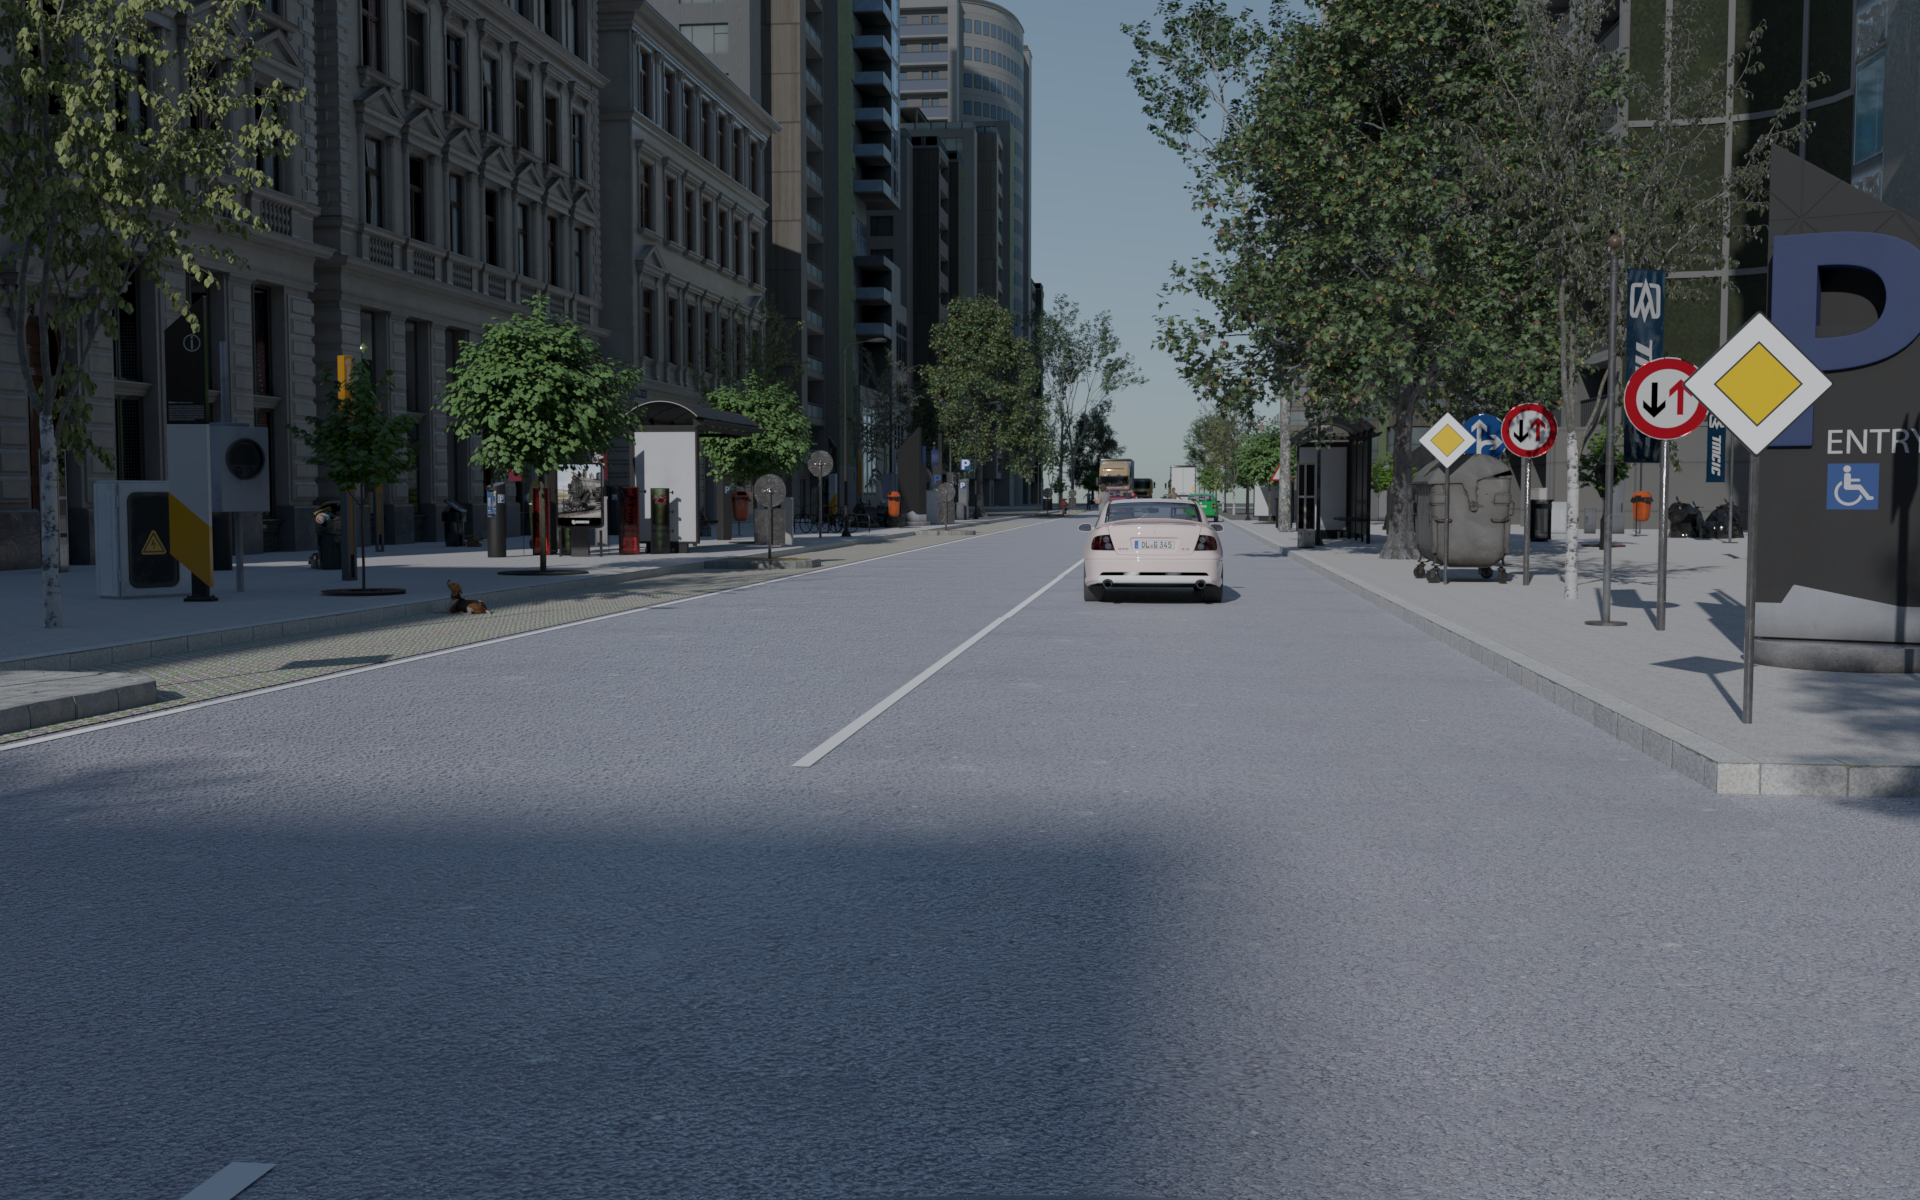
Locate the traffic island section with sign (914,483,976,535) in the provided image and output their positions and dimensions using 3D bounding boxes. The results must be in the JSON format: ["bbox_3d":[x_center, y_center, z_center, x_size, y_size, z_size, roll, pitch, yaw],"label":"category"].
[{"bbox_3d":[-0.483,-3.175,60.542,1.989,1.847,2.006,0,4,7],"label":"traffic island section with sign"}]

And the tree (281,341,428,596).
[{"bbox_3d":[-7.556,-1.676,22.009,1.663,3.219,1.824,0,3,0],"label":"tree"}]

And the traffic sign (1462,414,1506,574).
[{"bbox_3d":[8.355,-1.688,27.709,0.768,2.556,0.104,1,4,17],"label":"traffic sign"}]

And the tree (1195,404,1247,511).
[{"bbox_3d":[20.396,-11.168,132.964,4.737,8.622,4.395,0,3,0],"label":"tree"}]

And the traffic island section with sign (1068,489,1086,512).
[{"bbox_3d":[8.967,-7.859,137.119,1.989,1.847,2.006,0,4,7],"label":"traffic island section with sign"}]

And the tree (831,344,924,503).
[{"bbox_3d":[-3.986,-8.211,84.606,4.360,8.622,3.978,0,3,0],"label":"tree"}]

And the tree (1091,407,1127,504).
[{"bbox_3d":[17.473,-19.031,228.160,9.611,12.733,9.660,0,3,0],"label":"tree"}]

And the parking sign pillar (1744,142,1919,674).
[{"bbox_3d":[6.713,-1.498,12.965,1.447,3.967,1.447,2,4,32],"label":"parking sign pillar"}]

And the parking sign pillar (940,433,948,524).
[{"bbox_3d":[-1.001,-5.347,75.887,1.447,3.967,1.447,0,4,-1],"label":"parking sign pillar"}]

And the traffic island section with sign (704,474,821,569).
[{"bbox_3d":[-3.780,-1.539,33.788,1.989,1.847,2.006,0,4,7],"label":"traffic island section with sign"}]

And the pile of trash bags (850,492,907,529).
[{"bbox_3d":[-2.920,-3.423,65.726,1.912,1.369,3.447,-1,4,-20],"label":"pile of trash bags"}]

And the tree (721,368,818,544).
[{"bbox_3d":[-5.372,-3.771,45.371,4.285,4.588,4.351,0,3,0],"label":"tree"}]

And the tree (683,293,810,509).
[{"bbox_3d":[-7.572,-6.877,62.796,4.737,8.622,4.395,0,3,0],"label":"tree"}]

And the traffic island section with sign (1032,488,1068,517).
[{"bbox_3d":[5.621,-6.200,109.999,1.989,1.847,2.006,0,4,7],"label":"traffic island section with sign"}]

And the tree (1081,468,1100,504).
[{"bbox_3d":[18.932,-15.449,236.307,4.285,4.588,4.351,0,3,0],"label":"tree"}]

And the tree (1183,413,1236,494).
[{"bbox_3d":[31.378,-17.750,215.974,9.928,11.665,9.643,0,3,0],"label":"tree"}]

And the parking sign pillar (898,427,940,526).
[{"bbox_3d":[-1.942,-4.997,70.173,1.447,3.967,1.447,-3,5,-42],"label":"parking sign pillar"}]

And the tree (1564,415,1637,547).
[{"bbox_3d":[15.564,-2.911,42.201,1.663,3.219,1.824,0,3,0],"label":"tree"}]

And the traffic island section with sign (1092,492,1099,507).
[{"bbox_3d":[15.692,-11.196,191.677,1.989,1.847,2.006,0,4,7],"label":"traffic island section with sign"}]

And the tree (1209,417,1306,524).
[{"bbox_3d":[13.355,-5.530,74.128,4.285,4.588,4.351,0,3,0],"label":"tree"}]

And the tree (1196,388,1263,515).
[{"bbox_3d":[16.609,-9.538,106.308,4.360,8.622,3.978,0,3,0],"label":"tree"}]

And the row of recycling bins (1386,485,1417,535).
[{"bbox_3d":[14.632,-2.824,53.288,1.069,1.692,3.534,-3,5,-40],"label":"row of recycling bins"}]

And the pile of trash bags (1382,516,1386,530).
[{"bbox_3d":[16.895,-3.203,62.116,3.447,1.369,1.912,-2,4,-34],"label":"pile of trash bags"}]

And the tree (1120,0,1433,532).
[{"bbox_3d":[11.919,-12.275,56.579,12.611,20.169,13.585,0,3,0],"label":"tree"}]

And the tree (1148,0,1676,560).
[{"bbox_3d":[8.726,-7.145,33.830,9.611,12.733,9.660,0,3,0],"label":"tree"}]

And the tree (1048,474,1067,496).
[{"bbox_3d":[8.763,-9.766,154.281,1.663,3.219,1.824,0,3,0],"label":"tree"}]

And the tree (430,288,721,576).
[{"bbox_3d":[-6.798,-2.695,27.784,4.285,4.588,4.351,0,3,0],"label":"tree"}]

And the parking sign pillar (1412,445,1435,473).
[{"bbox_3d":[21.679,-5.685,81.422,1.447,3.967,1.447,3,5,40],"label":"parking sign pillar"}]

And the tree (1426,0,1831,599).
[{"bbox_3d":[7.644,-4.308,20.794,4.360,8.622,3.978,0,3,0],"label":"tree"}]

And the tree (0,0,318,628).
[{"bbox_3d":[-8.521,-4.046,16.521,4.737,8.622,4.395,0,3,0],"label":"tree"}]

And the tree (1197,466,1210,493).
[{"bbox_3d":[18.415,-7.768,110.722,4.285,4.588,4.351,0,3,0],"label":"tree"}]

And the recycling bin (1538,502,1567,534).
[{"bbox_3d":[19.190,-2.662,56.081,0.722,1.027,0.722,0,4,3],"label":"recycling bin"}]

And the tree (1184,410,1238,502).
[{"bbox_3d":[28.191,-15.770,192.251,7.601,10.594,8.767,-1,4,-20],"label":"tree"}]

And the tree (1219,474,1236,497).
[{"bbox_3d":[22.365,-9.295,146.575,1.663,3.219,1.824,0,3,0],"label":"tree"}]

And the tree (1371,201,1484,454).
[{"bbox_3d":[11.800,-5.592,41.797,4.737,8.622,4.395,0,3,0],"label":"tree"}]

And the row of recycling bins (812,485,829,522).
[{"bbox_3d":[-6.453,-4.525,81.104,1.069,1.692,3.534,0,4,-5],"label":"row of recycling bins"}]

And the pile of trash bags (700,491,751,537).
[{"bbox_3d":[-8.079,-2.632,52.785,3.447,1.369,1.912,-1,4,-19],"label":"pile of trash bags"}]

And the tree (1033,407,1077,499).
[{"bbox_3d":[7.573,-11.767,142.760,4.737,8.622,4.395,0,3,0],"label":"tree"}]

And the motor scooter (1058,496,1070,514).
[{"bbox_3d":[7.392,-6.725,122.733,0.815,1.314,1.986,1,4,9],"label":"motor scooter"}]

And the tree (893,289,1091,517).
[{"bbox_3d":[0.983,-11.009,97.007,9.611,12.733,9.660,0,3,0],"label":"tree"}]

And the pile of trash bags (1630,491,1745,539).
[{"bbox_3d":[21.412,-2.535,51.206,1.912,1.369,3.447,-3,4,-36],"label":"pile of trash bags"}]

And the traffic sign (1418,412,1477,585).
[{"bbox_3d":[6.871,-1.424,24.466,0.795,2.450,0.064,1,4,14],"label":"traffic sign"}]

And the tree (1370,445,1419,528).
[{"bbox_3d":[16.595,-4.379,66.195,1.663,3.219,1.824,0,3,0],"label":"tree"}]

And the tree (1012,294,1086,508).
[{"bbox_3d":[10.327,-18.697,161.590,12.611,20.169,13.585,0,3,0],"label":"tree"}]
